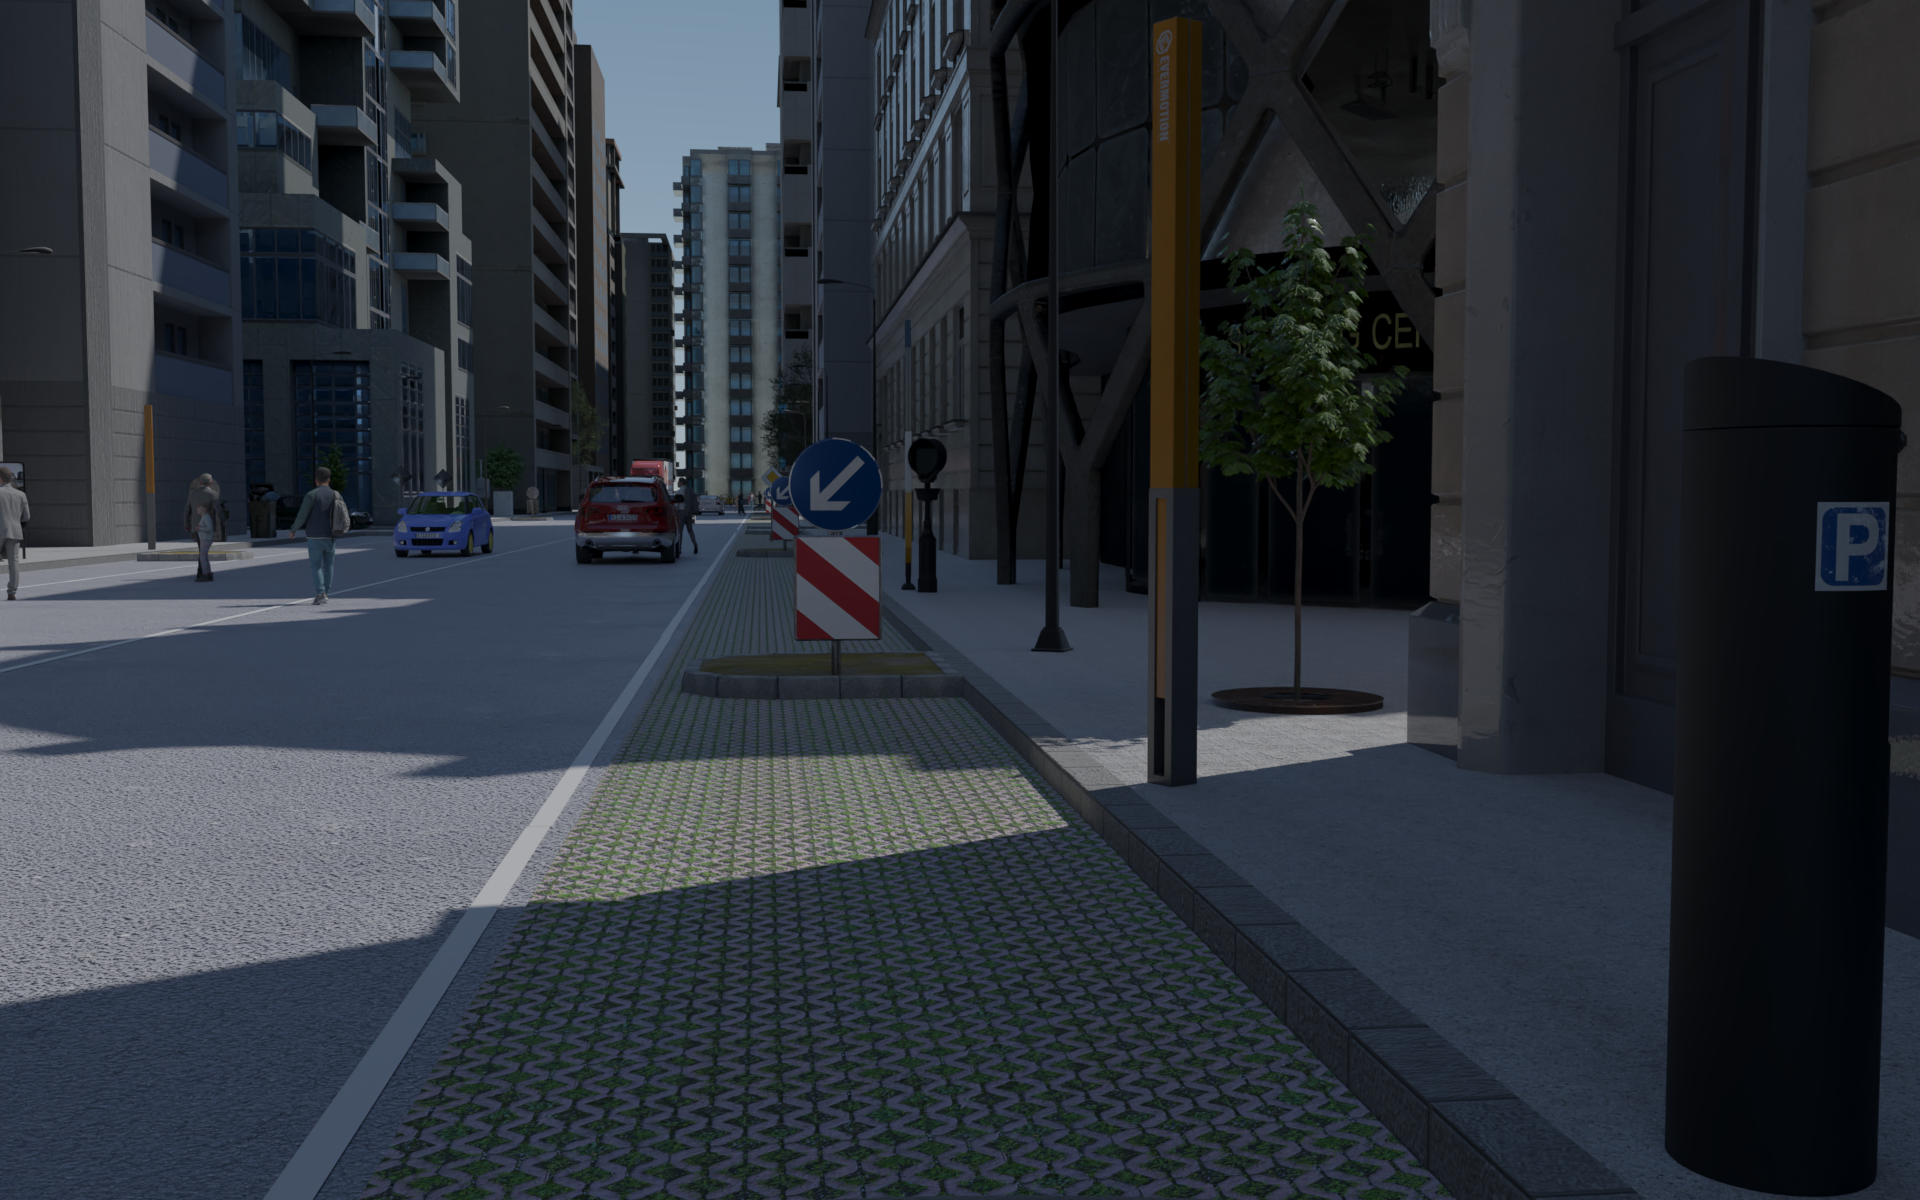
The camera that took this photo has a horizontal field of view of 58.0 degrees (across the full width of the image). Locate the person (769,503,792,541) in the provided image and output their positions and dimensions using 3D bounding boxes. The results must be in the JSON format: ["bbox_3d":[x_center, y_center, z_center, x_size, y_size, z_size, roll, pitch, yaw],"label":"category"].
[{"bbox_3d":[-5.351,-2.662,52.124,0.778,1.811,0.616,-3,5,-40],"label":"person"}]

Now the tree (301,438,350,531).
[{"bbox_3d":[-21.568,-3.984,59.743,1.663,3.219,1.824,0,3,0],"label":"tree"}]

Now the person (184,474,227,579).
[{"bbox_3d":[-12.839,-1.262,29.531,0.661,1.777,0.834,0,4,1],"label":"person"}]

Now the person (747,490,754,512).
[{"bbox_3d":[-16.860,-7.971,139.666,0.563,1.720,0.643,-3,4,-36],"label":"person"}]

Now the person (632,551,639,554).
[{"bbox_3d":[-7.868,-2.033,41.868,0.709,1.813,0.853,-3,4,-37],"label":"person"}]

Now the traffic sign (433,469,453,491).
[{"bbox_3d":[-20.429,-3.965,68.473,0.795,2.450,0.064,0,4,-7],"label":"traffic sign"}]

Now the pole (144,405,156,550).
[{"bbox_3d":[-18.617,-2.811,39.809,0.158,3.312,0.155,0,3,0],"label":"pole"}]

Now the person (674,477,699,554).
[{"bbox_3d":[-6.555,-2.011,41.487,0.679,1.850,0.850,-3,5,-44],"label":"person"}]

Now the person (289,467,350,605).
[{"bbox_3d":[-8.331,-0.843,22.636,0.721,1.781,0.623,2,4,31],"label":"person"}]

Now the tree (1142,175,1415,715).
[{"bbox_3d":[2.164,-0.976,10.561,1.663,3.219,1.824,0,3,0],"label":"tree"}]

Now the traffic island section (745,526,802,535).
[{"bbox_3d":[-6.685,-2.433,62.060,2.009,0.180,2.903,0,4,-7],"label":"traffic island section"}]

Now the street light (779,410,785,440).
[{"bbox_3d":[-9.131,-7.549,95.962,1.470,5.913,1.316,0,4,-7],"label":"street light"}]

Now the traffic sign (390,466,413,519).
[{"bbox_3d":[-19.520,-3.480,60.539,0.795,2.450,0.064,0,4,-7],"label":"traffic sign"}]

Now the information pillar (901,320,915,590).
[{"bbox_3d":[-0.692,-1.943,23.115,0.183,3.616,0.504,0,4,-2],"label":"information pillar"}]

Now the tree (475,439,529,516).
[{"bbox_3d":[-27.474,-7.361,104.058,4.285,4.588,4.351,0,3,0],"label":"tree"}]

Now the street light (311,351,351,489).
[{"bbox_3d":[-20.421,-5.117,56.212,1.470,5.913,1.316,0,4,-7],"label":"street light"}]

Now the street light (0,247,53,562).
[{"bbox_3d":[-17.773,-3.679,32.686,1.470,5.913,1.316,0,4,-7],"label":"street light"}]

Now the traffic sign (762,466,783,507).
[{"bbox_3d":[-6.707,-3.568,61.980,0.795,2.450,0.064,0,4,-7],"label":"traffic sign"}]

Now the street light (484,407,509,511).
[{"bbox_3d":[-24.646,-7.305,91.985,1.470,5.913,1.316,0,4,-7],"label":"street light"}]

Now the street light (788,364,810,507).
[{"bbox_3d":[-5.301,-5.475,62.056,1.470,5.913,1.316,0,4,-7],"label":"street light"}]

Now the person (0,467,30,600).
[{"bbox_3d":[-12.956,-0.900,23.413,0.583,1.804,0.606,2,4,31],"label":"person"}]

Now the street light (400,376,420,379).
[{"bbox_3d":[-21.900,-5.847,68.144,1.470,5.913,1.316,0,4,-7],"label":"street light"}]

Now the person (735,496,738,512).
[{"bbox_3d":[-17.712,-7.636,137.616,0.475,1.303,0.640,2,4,28],"label":"person"}]

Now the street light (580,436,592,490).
[{"bbox_3d":[-30.007,-10.202,139.345,1.470,5.913,1.316,0,4,-7],"label":"street light"}]

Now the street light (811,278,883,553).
[{"bbox_3d":[-2.388,-3.972,37.485,1.470,5.913,1.316,0,4,-7],"label":"street light"}]

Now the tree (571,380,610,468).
[{"bbox_3d":[-30.834,-12.079,131.901,8.767,10.594,7.601,0,4,-8],"label":"tree"}]

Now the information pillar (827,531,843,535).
[{"bbox_3d":[-3.320,-2.536,45.958,0.304,2.012,0.304,2,4,32],"label":"information pillar"}]

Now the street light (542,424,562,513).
[{"bbox_3d":[-27.232,-8.745,115.518,1.470,5.913,1.316,0,4,-7],"label":"street light"}]

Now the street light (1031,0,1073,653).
[{"bbox_3d":[0.217,-2.533,13.954,1.470,5.913,1.316,0,4,-7],"label":"street light"}]

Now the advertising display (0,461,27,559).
[{"bbox_3d":[-18.848,-1.756,33.932,0.974,1.923,0.123,-2,4,-35],"label":"advertising display"}]

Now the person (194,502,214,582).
[{"bbox_3d":[-12.362,-0.950,28.313,0.425,1.301,0.394,3,5,39],"label":"person"}]

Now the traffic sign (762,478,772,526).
[{"bbox_3d":[-7.616,-4.053,69.914,0.795,2.450,0.064,0,4,-7],"label":"traffic sign"}]

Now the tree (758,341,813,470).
[{"bbox_3d":[-9.155,-10.531,106.590,7.601,10.594,8.767,-3,5,-42],"label":"tree"}]

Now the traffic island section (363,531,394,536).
[{"bbox_3d":[-19.543,-2.344,60.598,2.009,0.180,2.903,0,4,-7],"label":"traffic island section"}]

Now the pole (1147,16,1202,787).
[{"bbox_3d":[0.940,-0.840,7.581,0.158,3.312,0.155,0,3,0],"label":"pole"}]

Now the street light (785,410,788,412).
[{"bbox_3d":[-6.460,-6.110,72.439,1.470,5.913,1.316,0,4,-7],"label":"street light"}]
